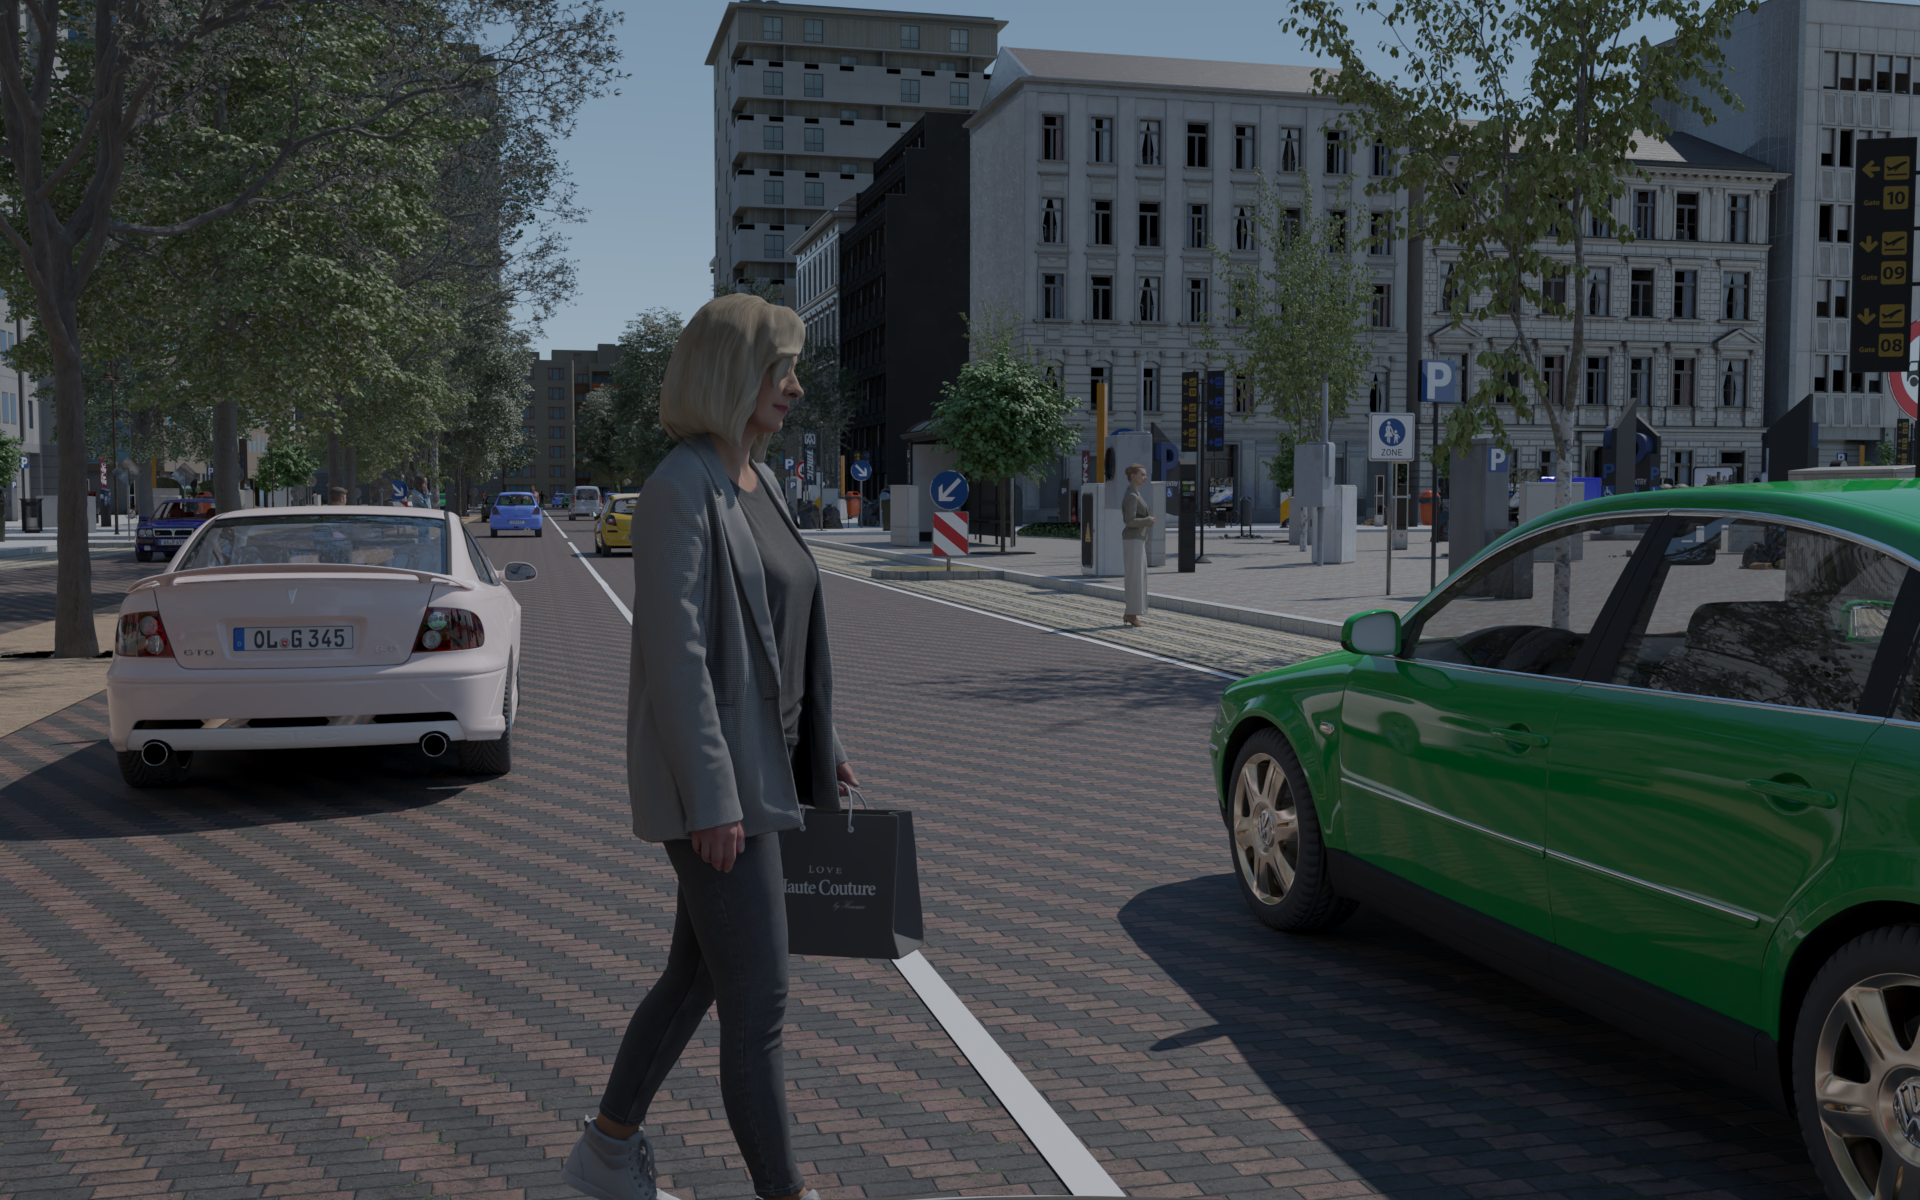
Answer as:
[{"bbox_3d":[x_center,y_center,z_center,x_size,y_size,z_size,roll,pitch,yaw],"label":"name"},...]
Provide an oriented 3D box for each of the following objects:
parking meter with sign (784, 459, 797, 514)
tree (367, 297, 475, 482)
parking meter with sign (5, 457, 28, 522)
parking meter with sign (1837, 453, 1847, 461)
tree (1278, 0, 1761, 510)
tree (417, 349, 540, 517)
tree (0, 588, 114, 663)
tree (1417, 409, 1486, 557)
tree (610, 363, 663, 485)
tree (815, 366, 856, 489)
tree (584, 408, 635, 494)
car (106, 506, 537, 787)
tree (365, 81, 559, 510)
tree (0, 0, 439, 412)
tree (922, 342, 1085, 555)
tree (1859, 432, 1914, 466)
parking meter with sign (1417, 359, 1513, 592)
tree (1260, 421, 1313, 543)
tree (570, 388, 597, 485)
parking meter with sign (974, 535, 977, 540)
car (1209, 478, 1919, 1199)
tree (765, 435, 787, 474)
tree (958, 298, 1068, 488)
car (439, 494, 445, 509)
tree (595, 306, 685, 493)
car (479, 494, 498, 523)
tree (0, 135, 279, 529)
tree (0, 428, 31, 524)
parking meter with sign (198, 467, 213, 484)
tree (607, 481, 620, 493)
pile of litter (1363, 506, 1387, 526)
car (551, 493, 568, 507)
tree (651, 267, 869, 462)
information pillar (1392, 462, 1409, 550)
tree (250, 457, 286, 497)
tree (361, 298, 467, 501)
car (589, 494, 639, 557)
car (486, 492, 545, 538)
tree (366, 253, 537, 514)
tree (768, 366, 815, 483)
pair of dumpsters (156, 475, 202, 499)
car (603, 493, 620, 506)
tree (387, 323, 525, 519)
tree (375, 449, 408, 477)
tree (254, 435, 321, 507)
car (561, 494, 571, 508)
[{"bbox_3d":[-8.188,-5.379,84.204,0.543,3.016,1.738,-1,4,-13],"label":"parking meter with sign"},{"bbox_3d":[-19.523,-6.701,62.374,4.360,8.622,3.978,0,3,0],"label":"tree"},{"bbox_3d":[-44.384,-5.167,80.740,1.738,3.016,0.543,0,4,8],"label":"parking meter with sign"},{"bbox_3d":[38.058,-4.718,73.394,1.738,3.016,0.543,-1,4,-12],"label":"parking meter with sign"},{"bbox_3d":[5.183,-3.977,15.392,4.737,8.622,4.395,0,3,0],"label":"tree"},{"bbox_3d":[-31.263,-11.562,108.509,9.611,12.733,9.660,0,3,0],"label":"tree"},{"bbox_3d":[-7.672,-6.226,14.627,12.009,13.543,11.850,0,3,0],"label":"tree"},{"bbox_3d":[10.492,-2.498,35.441,1.663,3.219,1.824,0,3,0],"label":"tree"},{"bbox_3d":[-26.534,-14.132,149.184,7.486,12.596,7.792,0,3,0],"label":"tree"},{"bbox_3d":[-7.470,-8.866,95.322,4.360,8.622,3.978,0,3,0],"label":"tree"},{"bbox_3d":[-33.526,-14.544,172.199,8.767,10.594,7.601,1,4,22],"label":"tree"},{"bbox_3d":[-3.515,0.144,10.007,2.083,1.381,4.827,-1,4,-13],"label":"car"},{"bbox_3d":[-24.634,-13.351,76.641,12.611,20.169,13.585,0,3,0],"label":"tree"},{"bbox_3d":[-10.386,-6.332,24.111,7.486,12.596,7.792,0,3,0],"label":"tree"},{"bbox_3d":[0.853,-3.269,37.157,4.285,4.588,4.351,0,3,0],"label":"tree"},{"bbox_3d":[28.888,-3.637,54.069,1.663,3.219,1.824,0,3,0],"label":"tree"},{"bbox_3d":[6.532,-1.564,21.828,0.543,3.016,1.738,-2,4,-24],"label":"parking meter with sign"},{"bbox_3d":[8.831,-3.136,45.877,1.663,3.219,1.824,0,3,0],"label":"tree"},{"bbox_3d":[-39.934,-17.849,198.488,9.857,13.997,8.962,0,3,0],"label":"tree"},{"bbox_3d":[-0.377,-3.186,48.345,1.738,3.016,0.543,-1,4,-9],"label":"parking meter with sign"},{"bbox_3d":[2.195,0.259,4.564,1.959,1.807,4.718,-1,4,-15],"label":"car"},{"bbox_3d":[-14.876,-10.842,127.632,4.737,8.622,4.395,0,3,0],"label":"tree"},{"bbox_3d":[1.741,-7.021,65.155,4.737,8.622,4.395,0,3,0],"label":"tree"},{"bbox_3d":[-44.321,-8.513,147.980,1.959,1.807,4.718,-1,4,-14],"label":"car"},{"bbox_3d":[-19.430,-12.866,117.010,9.857,13.997,8.962,0,3,0],"label":"tree"},{"bbox_3d":[-23.608,-4.823,88.645,2.009,1.686,4.222,-1,4,-14],"label":"car"},{"bbox_3d":[-29.210,-9.504,62.054,9.857,13.997,8.962,0,3,0],"label":"tree"},{"bbox_3d":[-41.627,-5.531,74.139,4.285,4.588,4.351,0,3,0],"label":"tree"},{"bbox_3d":[-48.886,-7.076,111.945,0.543,3.016,1.738,1,4,12],"label":"parking meter with sign"},{"bbox_3d":[-41.286,-12.977,206.768,1.663,3.219,1.824,0,3,0],"label":"tree"},{"bbox_3d":[16.869,-3.451,70.392,1.719,0.858,1.176,-3,5,-41],"label":"pile of litter"},{"bbox_3d":[-43.652,-10.974,189.007,1.945,1.707,3.694,-1,4,-15],"label":"car"},{"bbox_3d":[-7.934,-8.342,70.801,8.767,10.594,7.601,-1,4,-16],"label":"tree"},{"bbox_3d":[10.109,-2.158,39.770,0.304,2.012,0.304,0,4,1],"label":"information pillar"},{"bbox_3d":[-35.975,-5.848,90.218,1.663,3.219,1.824,0,3,0],"label":"tree"},{"bbox_3d":[-18.587,-6.422,57.825,4.737,8.622,4.395,0,3,0],"label":"tree"},{"bbox_3d":[-7.730,-1.885,41.044,2.015,1.641,3.980,-1,4,-15],"label":"car"},{"bbox_3d":[-14.972,-2.985,58.389,1.945,1.707,3.694,-1,4,-15],"label":"car"},{"bbox_3d":[-26.279,-10.990,88.802,9.857,13.997,8.962,0,3,0],"label":"tree"},{"bbox_3d":[-9.336,-7.789,77.717,4.360,8.622,3.978,0,3,0],"label":"tree"},{"bbox_3d":[-34.210,-4.462,75.442,1.574,2.255,4.437,-1,4,-14],"label":"pair of dumpsters"},{"bbox_3d":[-27.326,-7.787,136.903,1.945,1.707,3.694,-1,4,-13],"label":"car"},{"bbox_3d":[-28.686,-10.448,99.030,9.928,11.665,9.643,0,3,0],"label":"tree"},{"bbox_3d":[-59.857,-15.363,185.591,8.767,10.594,7.601,2,4,26],"label":"tree"},{"bbox_3d":[-36.429,-6.732,93.780,4.285,4.588,4.351,0,3,0],"label":"tree"},{"bbox_3d":[-40.271,-10.415,179.083,1.959,1.807,4.718,-1,4,-15],"label":"car"}]
